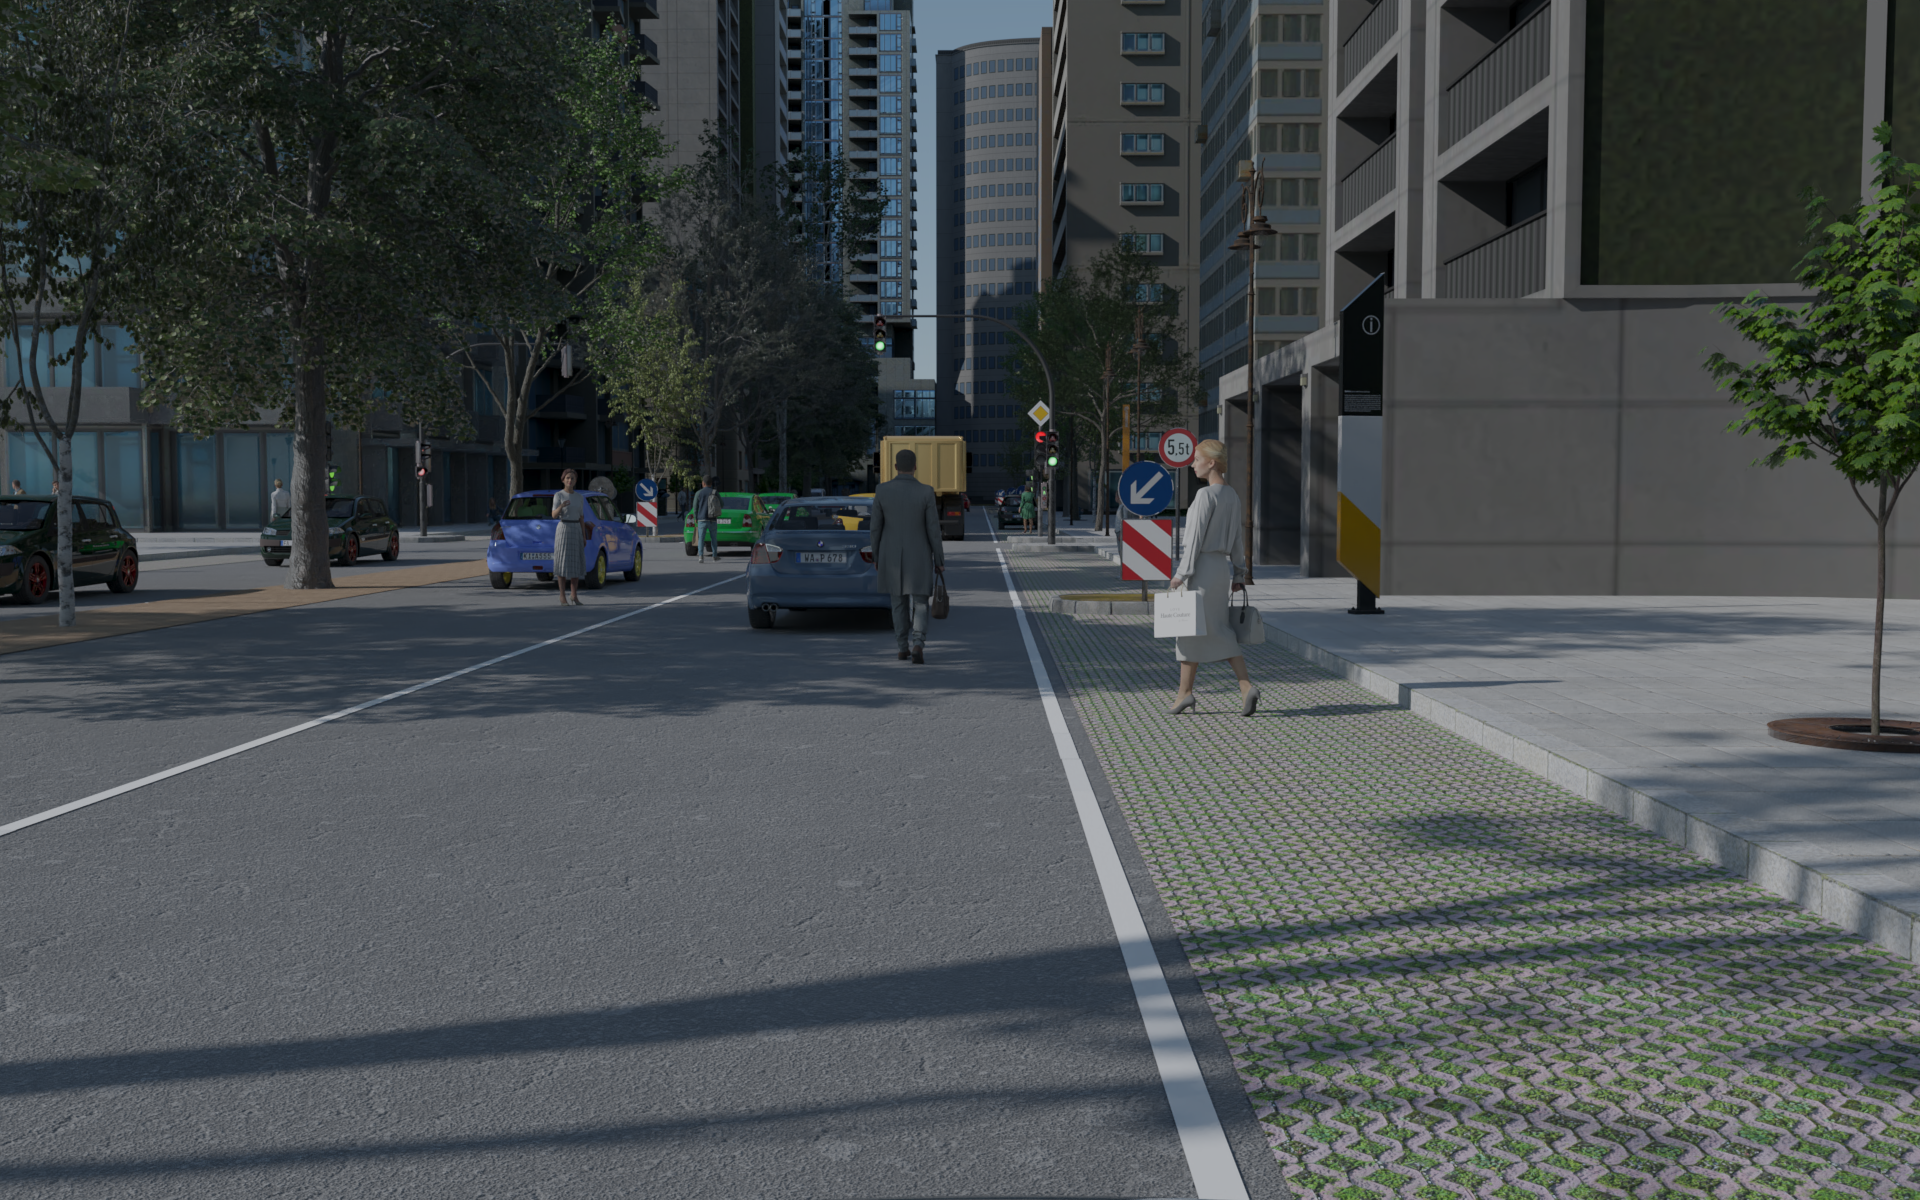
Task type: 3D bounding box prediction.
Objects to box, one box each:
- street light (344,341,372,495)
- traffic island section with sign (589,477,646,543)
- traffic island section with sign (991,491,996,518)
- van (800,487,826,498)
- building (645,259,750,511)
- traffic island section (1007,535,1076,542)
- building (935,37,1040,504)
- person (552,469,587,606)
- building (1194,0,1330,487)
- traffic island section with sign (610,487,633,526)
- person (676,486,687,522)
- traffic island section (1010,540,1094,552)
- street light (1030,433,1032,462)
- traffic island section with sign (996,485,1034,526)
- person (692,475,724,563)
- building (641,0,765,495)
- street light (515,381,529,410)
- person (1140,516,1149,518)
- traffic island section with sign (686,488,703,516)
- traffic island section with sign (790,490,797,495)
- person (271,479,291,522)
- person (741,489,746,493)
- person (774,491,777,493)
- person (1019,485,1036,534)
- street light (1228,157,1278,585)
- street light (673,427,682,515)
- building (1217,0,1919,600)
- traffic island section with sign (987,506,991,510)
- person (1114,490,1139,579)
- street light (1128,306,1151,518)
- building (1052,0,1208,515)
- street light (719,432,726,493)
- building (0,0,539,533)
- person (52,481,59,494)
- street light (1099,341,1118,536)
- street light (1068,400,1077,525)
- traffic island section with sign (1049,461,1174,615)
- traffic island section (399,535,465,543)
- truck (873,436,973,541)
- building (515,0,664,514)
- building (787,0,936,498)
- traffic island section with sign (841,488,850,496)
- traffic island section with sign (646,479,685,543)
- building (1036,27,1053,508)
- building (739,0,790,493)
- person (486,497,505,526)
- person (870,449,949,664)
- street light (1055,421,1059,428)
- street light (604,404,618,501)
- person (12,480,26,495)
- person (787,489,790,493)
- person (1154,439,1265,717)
[{"bbox_3d":[-18.193,-4.878,52.540,0.468,5.910,1.993,0,4,1],"label":"street light"},{"bbox_3d":[-9.341,-2.222,44.459,2.006,1.907,1.989,0,4,1],"label":"traffic island section with sign"},{"bbox_3d":[3.019,-5.862,104.468,1.989,1.847,2.006,0,4,1],"label":"traffic island section with sign"},{"bbox_3d":[-11.048,-7.616,131.534,2.013,2.044,4.112,0,4,2],"label":"van"},{"bbox_3d":[-32.949,-18.168,142.092,27.650,21.520,28.899,0,4,1],"label":"building"},{"bbox_3d":[2.435,-1.822,52.077,2.009,0.180,2.903,0,4,1],"label":"traffic island section"},{"bbox_3d":[11.047,-41.613,222.365,28.212,58.520,21.231,0,4,1],"label":"building"},{"bbox_3d":[-4.976,-0.803,22.194,0.480,1.755,0.524,-3,5,-44],"label":"person"},{"bbox_3d":[22.626,-23.138,70.194,23.993,40.220,32.217,0,4,1],"label":"building"},{"bbox_3d":[-15.604,-4.175,76.884,1.989,1.847,2.006,0,4,1],"label":"traffic island section with sign"},{"bbox_3d":[-14.222,-4.895,88.376,0.795,1.843,0.661,1,4,22],"label":"person"},{"bbox_3d":[2.347,-1.334,44.093,2.009,0.180,2.903,0,4,1],"label":"traffic island section"},{"bbox_3d":[5.166,-9.414,126.714,0.468,5.910,1.993,0,4,1],"label":"street light"},{"bbox_3d":[2.723,-4.213,77.514,1.989,1.847,2.006,0,4,1],"label":"traffic island section with sign"},{"bbox_3d":[-5.277,-1.677,35.905,0.794,1.824,0.713,1,4,11],"label":"person"},{"bbox_3d":[-29.614,-44.475,165.412,20.563,71.187,20.611,0,4,1],"label":"building"},{"bbox_3d":[-18.028,-5.995,70.800,0.468,5.910,1.993,0,4,1],"label":"street light"},{"bbox_3d":[3.885,-1.589,37.042,0.382,1.210,0.505,0,4,-8],"label":"person"},{"bbox_3d":[-15.311,-5.824,103.848,1.989,1.847,2.006,0,4,1],"label":"traffic island section with sign"},{"bbox_3d":[-14.766,-8.893,154.035,1.989,1.847,2.006,0,4,1],"label":"traffic island section with sign"},{"bbox_3d":[-16.127,-1.983,41.153,0.478,1.798,0.641,-2,4,-28],"label":"person"},{"bbox_3d":[-17.752,-8.286,142.324,0.742,1.727,0.445,3,4,39],"label":"person"},{"bbox_3d":[-19.214,-10.622,179.693,0.705,1.826,1.348,-1,4,-23],"label":"person"},{"bbox_3d":[2.451,-3.293,62.595,0.600,1.795,0.529,-1,4,-16],"label":"person"},{"bbox_3d":[4.068,-3.147,24.244,0.468,5.910,1.993,0,4,1],"label":"street light"},{"bbox_3d":[-17.666,-8.262,107.877,0.468,5.910,1.993,0,4,1],"label":"street light"},{"bbox_3d":[15.547,-35.832,24.102,20.563,71.187,20.611,0,4,1],"label":"building"},{"bbox_3d":[3.553,-8.881,153.826,1.989,1.847,2.006,0,4,1],"label":"traffic island section with sign"},{"bbox_3d":[2.759,-1.114,29.308,0.523,1.515,0.503,-2,4,-31],"label":"person"},{"bbox_3d":[4.415,-4.281,42.787,0.468,5.910,1.993,0,4,1],"label":"street light"},{"bbox_3d":[17.260,-30.080,115.514,21.300,48.544,21.600,0,4,1],"label":"building"},{"bbox_3d":[-17.359,-9.425,126.890,0.468,5.910,1.993,0,4,1],"label":"street light"},{"bbox_3d":[-31.181,-27.512,69.423,23.786,49.044,30.456,0,4,1],"label":"building"},{"bbox_3d":[-24.839,-2.401,47.940,0.592,1.802,0.473,0,4,-4],"label":"person"},{"bbox_3d":[4.485,-4.877,52.519,0.468,5.910,1.993,0,4,1],"label":"street light"},{"bbox_3d":[4.565,-5.993,70.780,0.468,5.910,1.993,0,4,1],"label":"street light"},{"bbox_3d":[2.110,-0.777,21.334,1.989,1.847,2.006,0,4,1],"label":"traffic island section with sign"},{"bbox_3d":[-16.205,-1.835,52.286,2.009,0.180,2.903,0,4,1],"label":"traffic island section"},{"bbox_3d":[-1.206,-3.708,56.558,3.469,3.379,9.791,0,4,-1],"label":"truck"},{"bbox_3d":[-31.069,-27.748,108.305,22.147,44.769,28.867,0,4,1],"label":"building"},{"bbox_3d":[-18.555,-55.620,222.055,31.000,86.520,22.319,0,4,1],"label":"building"},{"bbox_3d":[-8.435,-7.270,127.000,2.006,1.907,1.989,0,4,1],"label":"traffic island section with sign"},{"bbox_3d":[-9.250,-2.675,51.866,2.006,1.907,1.989,0,4,1],"label":"traffic island section with sign"},{"bbox_3d":[14.342,-31.447,164.267,14.600,45.320,14.200,0,4,1],"label":"building"},{"bbox_3d":[-33.265,-39.641,190.123,28.212,58.520,21.231,0,4,1],"label":"building"},{"bbox_3d":[-18.453,-3.511,68.943,1.012,1.151,0.738,-2,4,-32],"label":"person"},{"bbox_3d":[-0.417,-0.379,14.798,0.694,1.812,0.767,1,4,10],"label":"person"},{"bbox_3d":[4.862,-7.139,89.502,0.468,5.910,1.993,0,4,1],"label":"street light"},{"bbox_3d":[-17.905,-7.112,89.061,0.468,5.910,1.993,0,4,1],"label":"street light"},{"bbox_3d":[-26.654,-2.490,49.121,0.656,1.842,0.836,0,4,7],"label":"person"},{"bbox_3d":[-18.067,-10.739,181.634,1.348,1.824,0.705,1,4,20],"label":"person"},{"bbox_3d":[1.615,-0.136,11.076,0.694,1.780,0.624,-3,4,-38],"label":"person"}]
